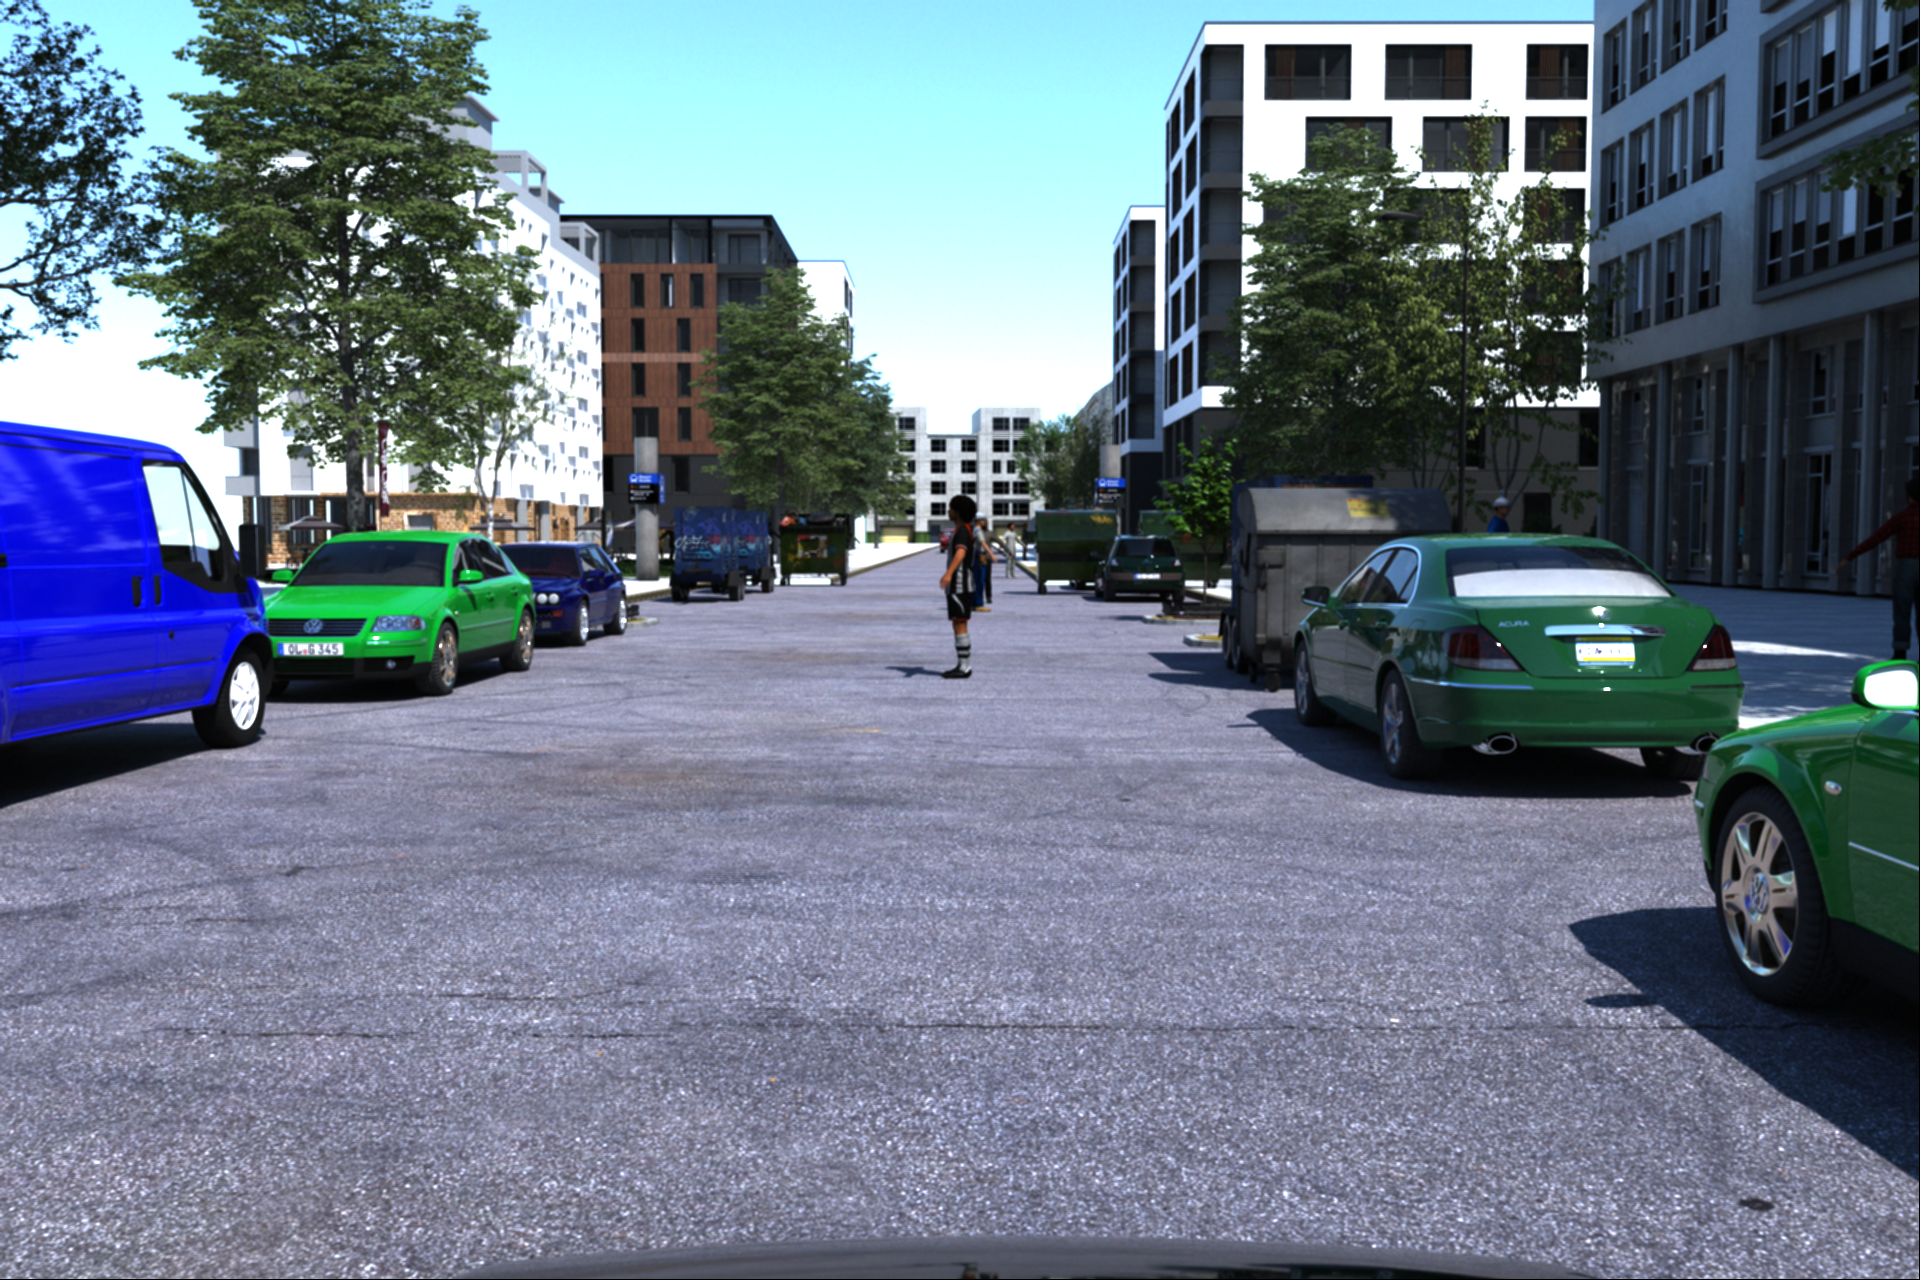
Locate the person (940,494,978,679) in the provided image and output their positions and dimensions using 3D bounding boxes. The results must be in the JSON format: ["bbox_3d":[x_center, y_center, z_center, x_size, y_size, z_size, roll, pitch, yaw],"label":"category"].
[{"bbox_3d":[-0.023,-0.532,17.299,0.704,1.843,1.345,0,4,5],"label":"person"}]

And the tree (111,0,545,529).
[{"bbox_3d":[-11.782,-7.000,32.577,7.486,12.596,7.792,0,3,0],"label":"tree"}]

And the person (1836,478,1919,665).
[{"bbox_3d":[9.075,-0.636,16.502,1.345,1.816,0.704,0,4,3],"label":"person"}]

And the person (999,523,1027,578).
[{"bbox_3d":[1.690,-2.939,56.696,0.705,1.806,1.347,3,5,43],"label":"person"}]

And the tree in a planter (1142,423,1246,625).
[{"bbox_3d":[3.980,-1.885,28.038,1.991,3.239,1.994,0,4,1],"label":"tree in a planter"}]

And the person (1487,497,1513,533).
[{"bbox_3d":[8.326,-1.267,26.595,0.705,1.842,1.347,3,4,38],"label":"person"}]

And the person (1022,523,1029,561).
[{"bbox_3d":[3.140,-4.678,82.755,0.705,1.796,1.348,0,4,6],"label":"person"}]

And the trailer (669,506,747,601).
[{"bbox_3d":[-5.407,-1.799,36.458,1.471,1.999,3.904,0,4,1],"label":"trailer"}]

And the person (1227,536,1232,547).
[{"bbox_3d":[8.055,-2.589,48.516,1.348,1.807,0.705,-1,4,-17],"label":"person"}]

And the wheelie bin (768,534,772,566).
[{"bbox_3d":[-6.293,-2.848,54.467,0.693,1.594,0.980,0,4,1],"label":"wheelie bin"}]

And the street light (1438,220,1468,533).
[{"bbox_3d":[7.832,-3.214,25.092,1.470,5.913,1.316,0,4,0],"label":"street light"}]

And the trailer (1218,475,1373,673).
[{"bbox_3d":[3.541,-0.719,18.806,1.471,1.999,3.904,0,4,0],"label":"trailer"}]

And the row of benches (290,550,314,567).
[{"bbox_3d":[-24.055,-3.194,67.692,4.104,0.672,1.422,0,4,5],"label":"row of benches"}]

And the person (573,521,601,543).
[{"bbox_3d":[-15.372,-4.004,71.648,1.347,1.806,0.705,-1,4,-12],"label":"person"}]

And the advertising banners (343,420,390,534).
[{"bbox_3d":[-8.929,-1.835,26.185,0.090,3.025,2.074,0,3,0],"label":"advertising banners"}]

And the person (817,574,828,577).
[{"bbox_3d":[-4.157,-2.633,52.321,0.991,1.433,0.599,-1,4,-16],"label":"person"}]

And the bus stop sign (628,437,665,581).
[{"bbox_3d":[-8.553,-3.567,47.328,0.837,3.901,0.837,0,4,1],"label":"bus stop sign"}]

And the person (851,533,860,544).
[{"bbox_3d":[-4.370,-3.593,64.520,1.354,1.856,0.705,-2,4,-26],"label":"person"}]

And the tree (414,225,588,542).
[{"bbox_3d":[-11.507,-5.585,41.680,4.360,8.622,3.978,0,3,0],"label":"tree"}]

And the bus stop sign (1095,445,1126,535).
[{"bbox_3d":[4.449,-3.812,51.337,0.837,3.901,0.837,0,4,0],"label":"bus stop sign"}]

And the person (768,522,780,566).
[{"bbox_3d":[-7.243,-3.584,65.314,1.216,1.740,0.721,-1,4,-19],"label":"person"}]

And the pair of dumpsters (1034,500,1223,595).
[{"bbox_3d":[3.967,-2.215,41.165,4.436,2.255,1.574,0,3,0],"label":"pair of dumpsters"}]

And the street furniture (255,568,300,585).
[{"bbox_3d":[-29.337,-2.852,51.655,27.439,1.986,14.083,1,4,10],"label":"street furniture"}]

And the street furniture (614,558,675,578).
[{"bbox_3d":[-10.757,-2.393,54.756,5.734,0.657,10.072,-1,4,-8],"label":"street furniture"}]

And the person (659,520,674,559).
[{"bbox_3d":[-10.666,-3.579,64.705,1.347,1.806,0.705,-1,4,-20],"label":"person"}]

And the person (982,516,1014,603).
[{"bbox_3d":[0.470,-1.672,35.930,1.348,1.813,0.705,1,4,14],"label":"person"}]

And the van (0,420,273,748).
[{"bbox_3d":[-5.748,-0.338,9.908,2.240,2.365,5.245,0,4,1],"label":"van"}]

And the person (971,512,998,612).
[{"bbox_3d":[0.375,-1.453,32.069,0.705,1.847,1.347,-1,4,-18],"label":"person"}]

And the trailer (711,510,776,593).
[{"bbox_3d":[-5.325,-2.121,41.733,1.471,1.999,3.904,0,4,1],"label":"trailer"}]

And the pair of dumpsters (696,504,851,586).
[{"bbox_3d":[-5.259,-2.639,48.094,4.436,2.255,1.574,0,4,1],"label":"pair of dumpsters"}]

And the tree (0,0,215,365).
[{"bbox_3d":[-11.853,-5.140,18.447,8.767,10.594,7.601,2,4,27],"label":"tree"}]

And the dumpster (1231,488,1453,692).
[{"bbox_3d":[3.532,-0.485,16.147,1.865,1.857,1.264,0,4,0],"label":"dumpster"}]

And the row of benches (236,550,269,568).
[{"bbox_3d":[-27.985,-3.129,66.626,4.104,0.672,1.422,3,5,39],"label":"row of benches"}]

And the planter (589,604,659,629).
[{"bbox_3d":[-5.794,-0.365,27.105,1.991,0.319,1.994,0,4,1],"label":"planter"}]

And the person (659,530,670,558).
[{"bbox_3d":[-15.367,-5.057,88.448,1.354,1.858,0.705,1,4,11],"label":"person"}]

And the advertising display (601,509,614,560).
[{"bbox_3d":[-9.273,-2.470,45.600,0.123,1.923,0.974,0,4,1],"label":"advertising display"}]
